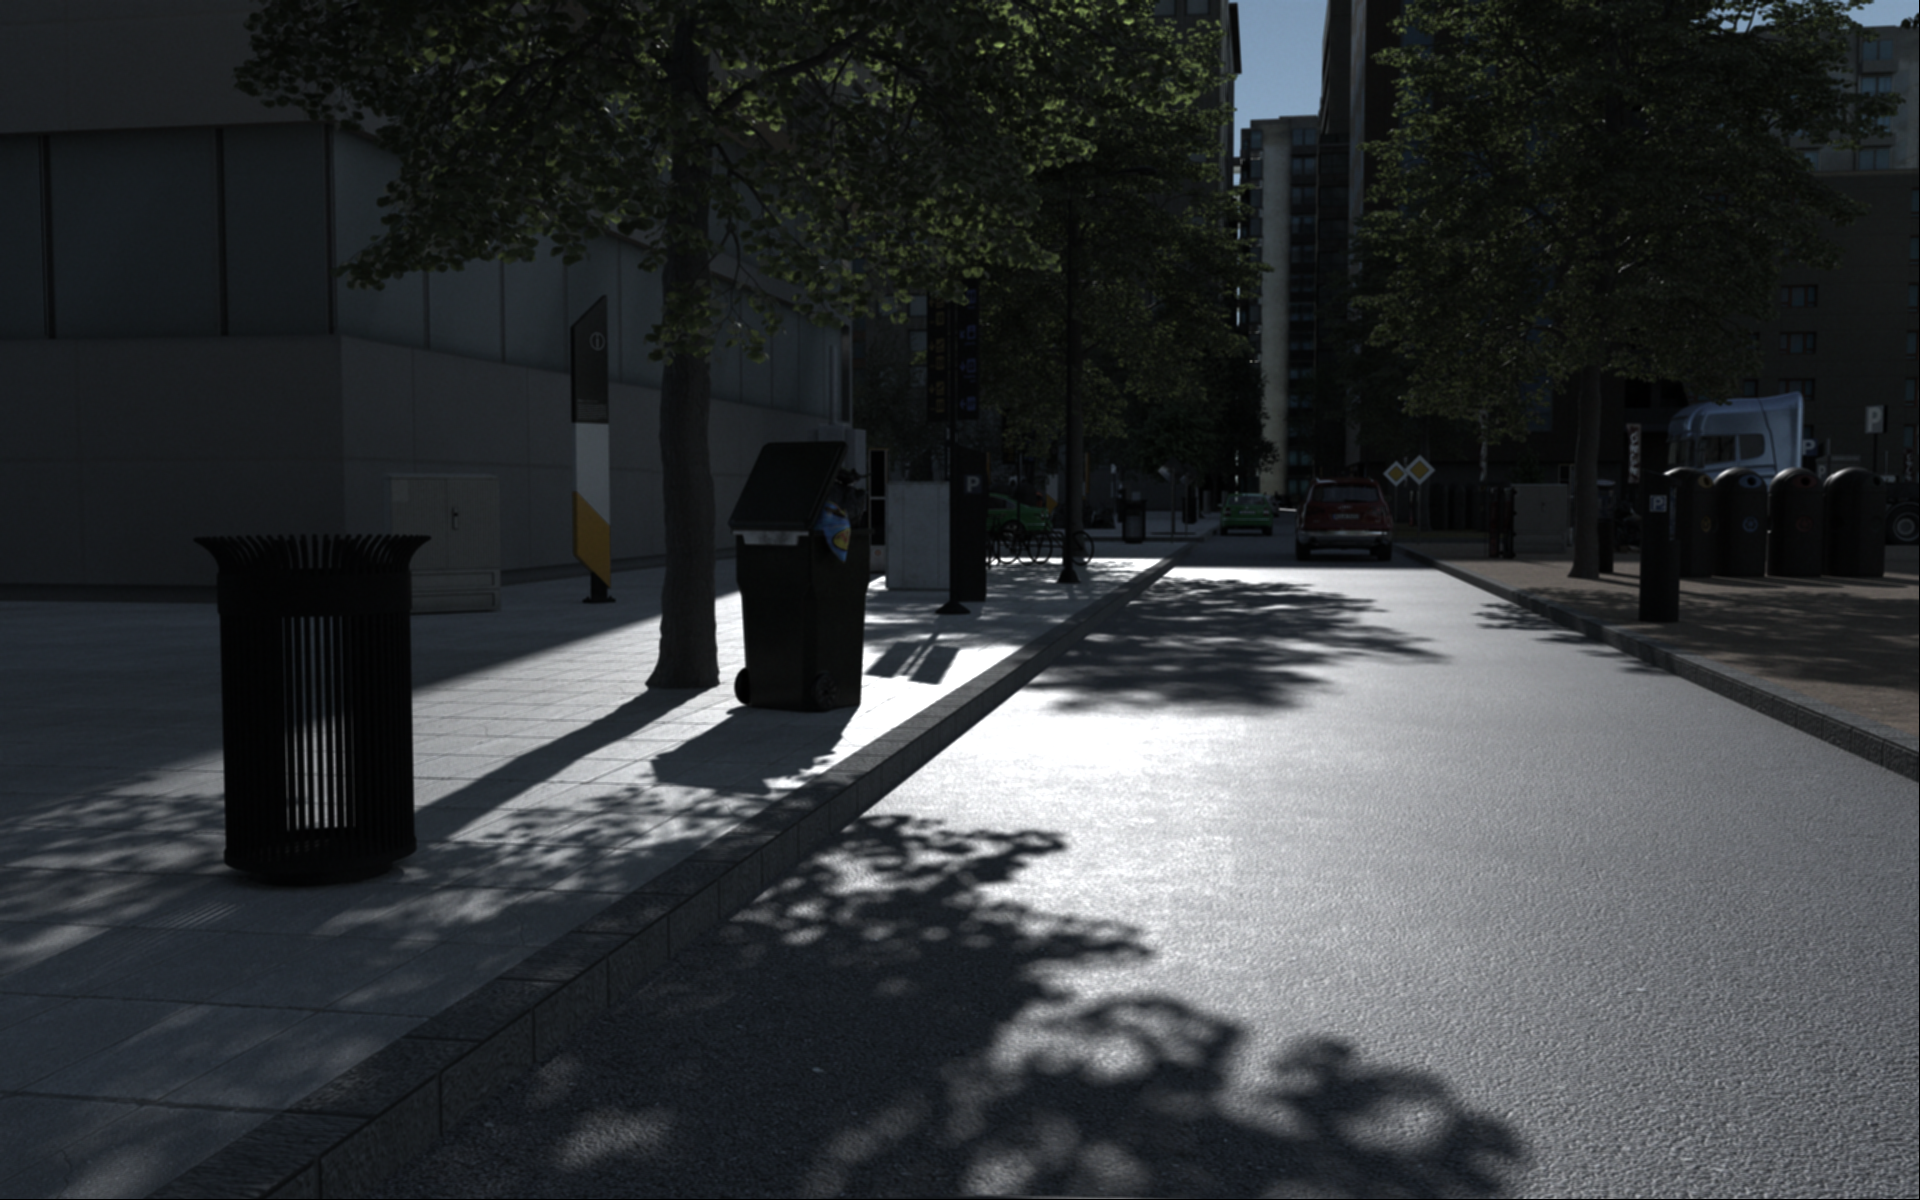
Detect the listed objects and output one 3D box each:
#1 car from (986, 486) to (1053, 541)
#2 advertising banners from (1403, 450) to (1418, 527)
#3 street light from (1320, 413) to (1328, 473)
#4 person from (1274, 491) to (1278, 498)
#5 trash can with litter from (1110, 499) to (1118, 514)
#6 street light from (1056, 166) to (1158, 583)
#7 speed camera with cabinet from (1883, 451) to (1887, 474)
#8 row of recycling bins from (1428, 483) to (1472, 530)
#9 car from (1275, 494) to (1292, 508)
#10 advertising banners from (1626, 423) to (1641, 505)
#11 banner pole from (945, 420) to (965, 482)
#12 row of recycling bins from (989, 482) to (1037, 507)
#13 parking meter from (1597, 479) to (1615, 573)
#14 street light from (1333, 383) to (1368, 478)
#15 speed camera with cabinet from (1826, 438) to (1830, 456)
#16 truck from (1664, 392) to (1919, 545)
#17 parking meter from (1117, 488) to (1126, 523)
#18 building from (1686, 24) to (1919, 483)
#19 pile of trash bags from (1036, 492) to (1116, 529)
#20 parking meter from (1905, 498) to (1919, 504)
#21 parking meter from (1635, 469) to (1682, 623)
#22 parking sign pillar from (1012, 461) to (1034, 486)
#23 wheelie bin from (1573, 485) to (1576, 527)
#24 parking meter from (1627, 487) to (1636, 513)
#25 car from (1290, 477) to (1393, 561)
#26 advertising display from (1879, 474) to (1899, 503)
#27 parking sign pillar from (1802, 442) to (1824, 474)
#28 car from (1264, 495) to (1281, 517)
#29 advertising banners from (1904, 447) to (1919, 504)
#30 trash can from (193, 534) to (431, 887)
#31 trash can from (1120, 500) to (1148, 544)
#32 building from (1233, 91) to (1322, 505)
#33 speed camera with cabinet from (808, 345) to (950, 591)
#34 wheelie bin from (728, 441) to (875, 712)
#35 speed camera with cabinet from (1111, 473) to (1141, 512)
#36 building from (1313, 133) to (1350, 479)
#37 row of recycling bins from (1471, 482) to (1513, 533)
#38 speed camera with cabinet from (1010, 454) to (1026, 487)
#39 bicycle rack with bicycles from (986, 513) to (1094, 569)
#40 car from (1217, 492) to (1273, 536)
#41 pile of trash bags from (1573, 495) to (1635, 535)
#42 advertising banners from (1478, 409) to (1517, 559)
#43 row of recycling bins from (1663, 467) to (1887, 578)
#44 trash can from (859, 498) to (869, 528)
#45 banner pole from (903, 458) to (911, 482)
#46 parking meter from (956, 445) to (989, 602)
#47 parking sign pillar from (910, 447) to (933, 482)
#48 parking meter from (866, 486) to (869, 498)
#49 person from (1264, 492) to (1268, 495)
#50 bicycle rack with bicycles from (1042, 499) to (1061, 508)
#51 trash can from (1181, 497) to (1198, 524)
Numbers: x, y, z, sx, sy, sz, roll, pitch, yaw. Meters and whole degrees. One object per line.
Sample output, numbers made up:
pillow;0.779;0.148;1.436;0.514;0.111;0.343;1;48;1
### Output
car;0.306;-2.521;50.007;4.718;1.807;1.959;1;4;9
advertising banners;17.868;-4.417;68.405;0.090;3.025;2.074;0;4;-6
street light;21.232;-7.730;98.924;1.470;5.913;1.316;1;4;10
person;33.694;-10.751;185.014;0.721;1.736;1.217;-1;4;-23
trash can with litter;10.235;-6.268;113.873;1.055;1.170;0.624;1;4;11
street light;2.100;-3.194;24.761;1.470;5.913;1.316;1;4;10
speed camera with cabinet;41.875;-5.231;79.857;2.038;3.252;0.660;2;4;25
row of recycling bins;18.097;-3.396;62.644;3.534;1.692;1.069;-3;4;-38
car;32.716;-10.126;175.345;2.009;1.686;4.222;1;4;9
advertising banners;17.318;-2.875;43.195;2.074;3.025;0.090;-2;4;-27
banner pole;-0.122;-4.172;58.237;0.863;3.779;0.401;0;4;2
row of recycling bins;0.927;-3.250;60.254;3.534;1.692;1.069;-1;4;-10
parking meter;10.530;-1.223;28.403;0.372;1.533;0.369;0;3;0
street light;16.534;-6.124;72.674;1.470;5.913;1.316;1;4;10
speed camera with cabinet;31.246;-4.081;61.056;0.660;3.252;2.038;-1;4;-18
truck;27.873;-3.419;45.660;18.799;4.110;2.967;1;4;8
parking meter;7.286;-4.260;78.064;0.372;1.533;0.369;0;3;0
building;84.285;-34.272;179.952;30.456;49.044;23.786;1;4;10
pile of trash bags;3.933;-3.301;63.720;3.447;1.369;1.912;-2;4;-32
parking meter;29.462;-2.764;53.606;0.372;1.533;0.369;0;3;0
parking meter;7.039;-0.550;17.405;0.372;1.533;0.369;0;3;0
parking sign pillar;3.668;-6.882;100.995;1.447;3.967;1.447;-2;4;-33
wheelie bin;21.721;-3.233;60.773;0.980;1.594;0.693;3;5;42
parking meter;25.845;-3.561;66.639;0.372;1.533;0.369;0;3;0
car;8.578;-1.850;38.915;2.281;1.827;5.304;1;4;10
advertising display;30.249;-3.148;56.684;0.123;1.923;0.974;-1;4;-20
parking sign pillar;44.197;-6.218;90.143;1.447;3.967;1.447;2;4;29
car;18.920;-5.842;107.881;2.083;1.381;4.827;1;4;12
advertising banners;35.391;-4.120;63.545;0.090;3.025;2.074;-1;4;-15
trash can;-2.164;0.355;5.845;0.748;1.137;0.748;0;3;0
trash can;4.513;-2.036;44.945;0.748;1.137;0.748;0;3;0
building;49.297;-36.585;217.775;30.456;49.044;23.786;1;4;10
speed camera with cabinet;-0.977;-1.764;23.176;2.038;3.252;0.660;1;4;12
wheelie bin;-0.960;-0.157;10.481;0.980;1.594;0.693;2;4;34
speed camera with cabinet;11.761;-7.858;122.820;2.038;3.252;0.660;-1;4;-14
building;35.982;-22.576;140.812;14.160;30.474;14.107;1;4;10
row of recycling bins;18.116;-3.127;58.243;1.069;1.692;3.534;0;4;8
speed camera with cabinet;2.518;-5.670;87.047;0.660;3.252;2.038;-2;4;-31
bicycle rack with bicycles;0.615;-1.093;31.257;2.852;0.926;2.925;-3;4;-39
car;10.059;-3.193;61.008;1.959;1.807;4.718;0;4;8
pile of trash bags;19.862;-2.691;53.758;1.912;1.369;3.447;3;4;37
advertising banners;10.836;-2.375;35.021;0.090;3.025;2.074;0;4;-3
row of recycling bins;12.551;-1.215;26.971;3.534;1.692;1.069;0;4;-2
trash can;-3.587;-3.250;64.784;0.748;1.137;0.748;0;3;0
banner pole;-3.102;-7.121;106.452;0.863;3.779;0.401;0;4;-7
parking meter;0.127;-0.916;20.684;0.399;1.863;0.255;-1;4;-18
parking sign pillar;-2.225;-6.812;99.849;1.447;3.967;1.447;1;4;23
parking meter;-6.635;-7.249;124.233;0.399;1.863;0.255;1;4;13
person;31.559;-10.320;178.708;0.415;1.643;0.593;-3;5;-45
bicycle rack with bicycles;5.815;-6.573;120.843;2.852;0.926;2.925;-2;4;-30
trash can;9.832;-3.826;74.202;0.748;1.137;0.748;0;3;0
